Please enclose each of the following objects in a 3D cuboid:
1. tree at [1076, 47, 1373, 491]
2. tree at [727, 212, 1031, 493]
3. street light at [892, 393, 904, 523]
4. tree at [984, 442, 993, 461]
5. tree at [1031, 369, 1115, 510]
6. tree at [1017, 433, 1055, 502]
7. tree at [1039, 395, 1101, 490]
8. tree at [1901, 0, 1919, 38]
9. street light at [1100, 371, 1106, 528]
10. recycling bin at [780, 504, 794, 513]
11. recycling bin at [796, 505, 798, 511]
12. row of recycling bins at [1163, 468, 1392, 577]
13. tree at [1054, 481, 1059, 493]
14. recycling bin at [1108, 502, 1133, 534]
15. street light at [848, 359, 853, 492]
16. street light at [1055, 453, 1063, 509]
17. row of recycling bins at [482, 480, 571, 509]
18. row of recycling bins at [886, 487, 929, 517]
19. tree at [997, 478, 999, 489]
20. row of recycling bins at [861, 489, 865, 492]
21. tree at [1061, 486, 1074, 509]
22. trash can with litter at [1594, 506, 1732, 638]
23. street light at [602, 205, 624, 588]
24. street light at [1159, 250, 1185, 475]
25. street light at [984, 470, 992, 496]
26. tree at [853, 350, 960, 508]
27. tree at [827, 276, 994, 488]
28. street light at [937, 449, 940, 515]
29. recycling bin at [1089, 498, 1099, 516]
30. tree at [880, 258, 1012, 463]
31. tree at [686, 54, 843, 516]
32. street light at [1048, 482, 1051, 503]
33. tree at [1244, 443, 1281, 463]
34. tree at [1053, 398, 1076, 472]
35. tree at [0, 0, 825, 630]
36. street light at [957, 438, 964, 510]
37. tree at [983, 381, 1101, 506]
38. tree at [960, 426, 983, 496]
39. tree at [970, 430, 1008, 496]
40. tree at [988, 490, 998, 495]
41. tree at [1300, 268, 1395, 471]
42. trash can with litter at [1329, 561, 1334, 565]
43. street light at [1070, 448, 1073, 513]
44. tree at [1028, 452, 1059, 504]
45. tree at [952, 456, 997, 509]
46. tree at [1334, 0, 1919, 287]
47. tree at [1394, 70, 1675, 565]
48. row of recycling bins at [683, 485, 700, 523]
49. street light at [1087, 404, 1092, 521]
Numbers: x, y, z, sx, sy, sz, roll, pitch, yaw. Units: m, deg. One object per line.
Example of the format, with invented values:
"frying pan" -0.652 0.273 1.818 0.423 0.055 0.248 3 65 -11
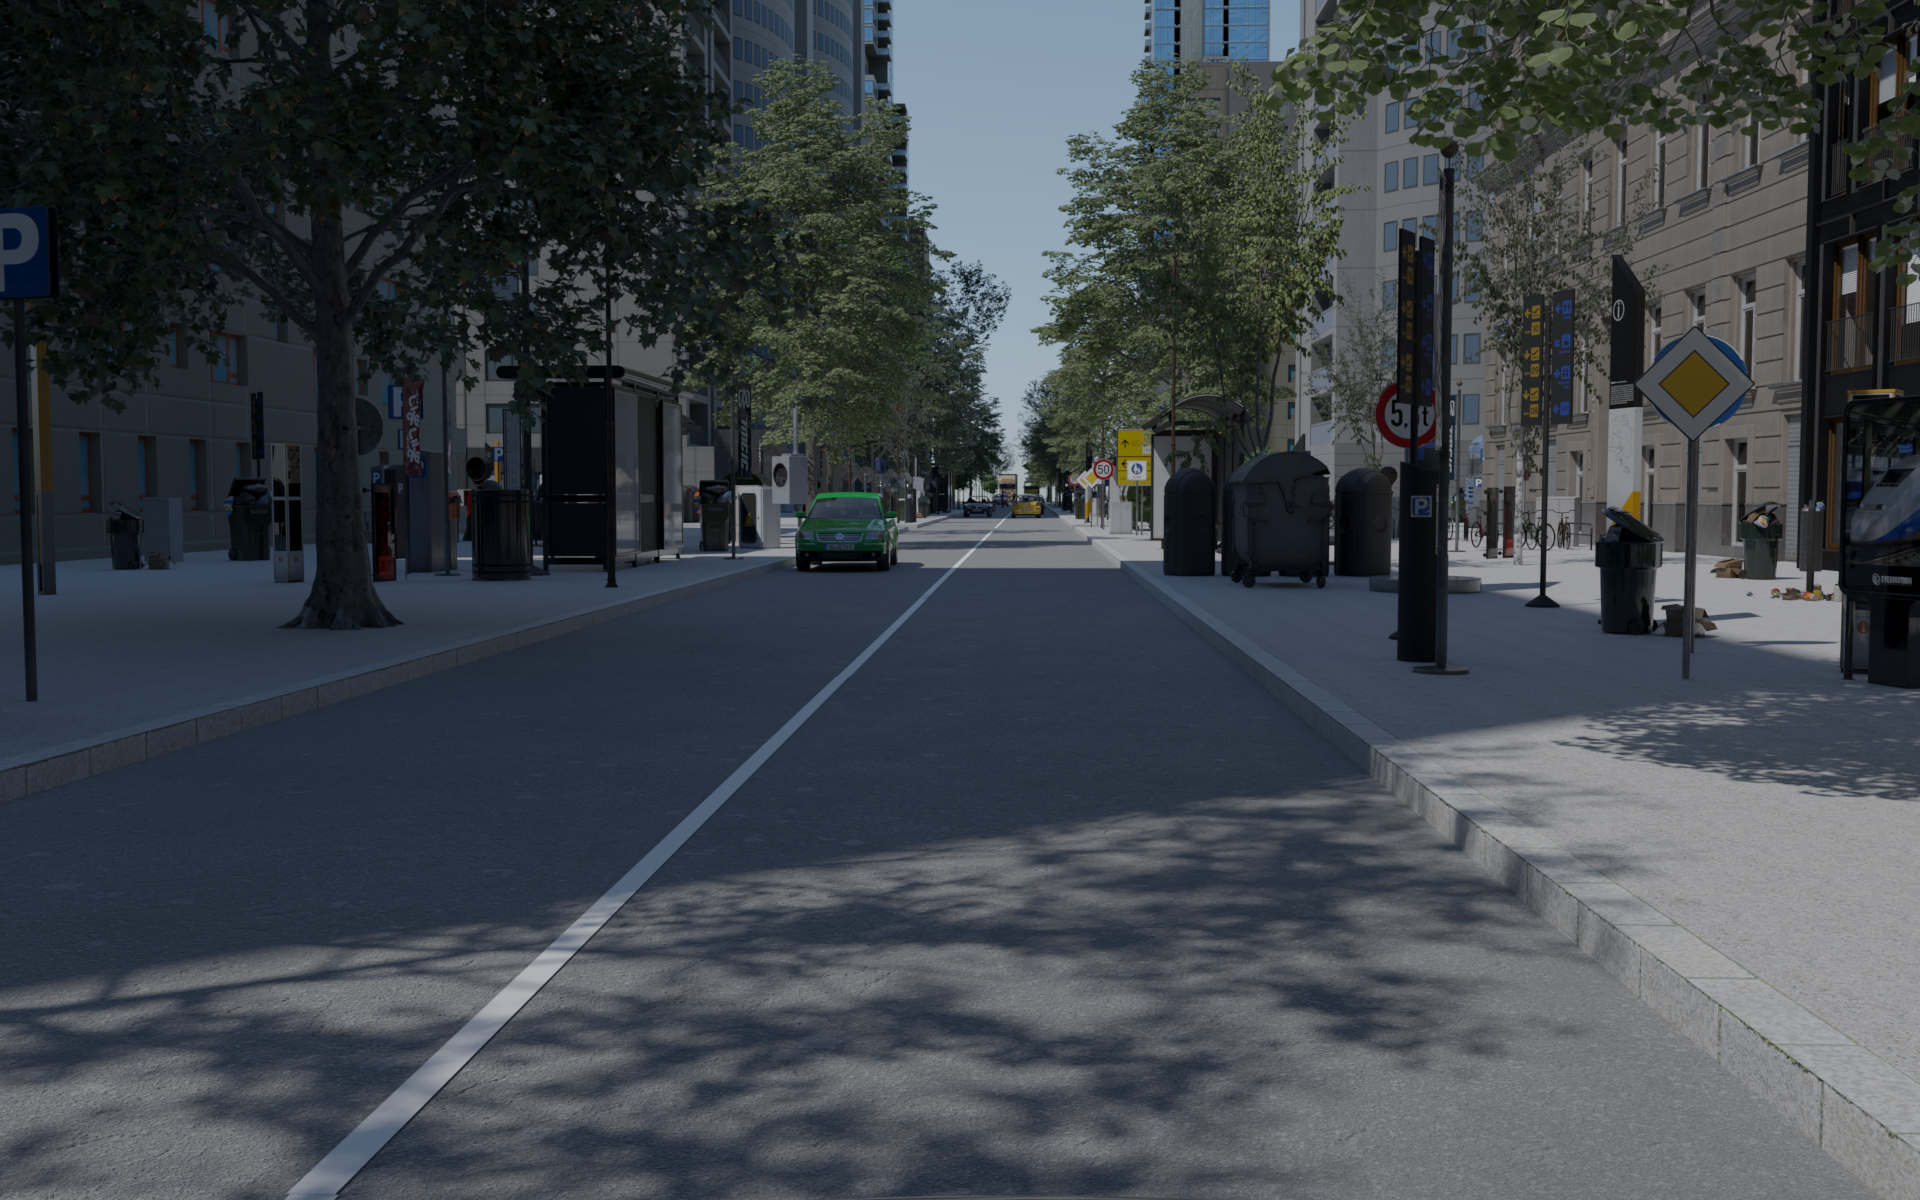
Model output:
"tree" 4.896 -4.807 28.961 4.737 8.622 4.395 0 3 0
"tree" -4.520 -8.294 61.360 9.928 11.665 9.643 0 3 0
"street light" -2.701 -6.286 75.561 0.468 5.910 1.993 0 4 2
"tree" 2.039 -15.546 204.544 4.360 8.622 3.978 0 3 0
"tree" 8.756 -13.136 140.521 9.928 11.665 9.643 0 3 0
"tree" 14.857 -23.639 293.151 9.857 13.997 8.962 0 3 0
"tree" 7.534 -9.849 111.397 4.360 8.622 3.978 0 3 0
"tree" 10.783 -3.961 15.117 4.360 8.622 3.978 0 3 0
"street light" 5.365 -5.647 65.109 0.468 5.910 1.993 0 4 2
"recycling bin" -11.951 -6.527 119.275 0.722 1.027 0.722 3 5 39
"recycling bin" -11.724 -7.096 128.566 0.722 1.027 0.722 -2 4 -26
"row of recycling bins" 4.978 -1.228 27.193 3.534 1.692 1.069 0 4 3
"tree" 12.691 -13.784 219.977 1.663 3.219 1.824 0 3 0
"recycling bin" 5.148 -2.633 55.596 0.722 1.027 0.722 0 4 1
"street light" -3.545 -5.077 55.797 0.468 5.910 1.993 0 4 2
"street light" 9.292 -11.477 160.429 0.468 5.910 1.993 0 4 2
"row of recycling bins" -12.389 -2.670 50.769 3.534 1.692 1.069 0 4 -3
"row of recycling bins" -3.301 -5.473 96.596 3.534 1.692 1.069 -3 4 -37
"tree" 4.349 -16.630 255.605 4.285 4.588 4.351 0 3 0
"row of recycling bins" -6.545 -8.316 143.084 3.534 1.692 1.069 -1 4 -20
"tree" 10.132 -9.625 151.967 1.663 3.219 1.824 0 3 0
"trash can with litter" 6.367 -0.272 15.830 1.055 1.170 0.624 3 5 41
"street light" -4.787 -3.109 23.625 0.468 5.910 1.993 0 4 2
"street light" 4.058 -3.677 32.907 0.468 5.910 1.993 0 4 2
"street light" 3.703 -16.003 234.431 0.468 5.910 1.993 0 4 2
"tree" -2.970 -8.226 84.858 4.360 8.622 3.978 0 3 0
"tree" -2.838 -11.869 100.720 9.857 13.997 8.962 0 3 0
"street light" -1.362 -8.302 108.523 0.468 5.910 1.993 0 4 2
"recycling bin" 7.899 -5.532 103.006 0.722 1.027 0.722 2 4 23
"tree" -2.975 -16.749 129.739 12.611 20.169 13.585 0 3 0
"tree" -3.975 -7.815 45.898 7.486 12.596 7.792 0 3 0
"street light" 11.927 -15.412 224.767 0.468 5.910 1.993 0 4 2
"tree" 19.222 -7.625 108.374 4.285 4.588 4.351 0 3 0
"tree" 9.031 -11.060 131.197 4.737 8.622 4.395 0 3 0
"tree" -6.108 -6.081 16.429 9.611 12.733 9.660 0 3 0
"street light" -0.073 -10.269 140.693 0.468 5.910 1.993 0 4 2
"tree" 10.314 -16.515 180.397 12.009 13.543 11.850 0 3 0
"tree" -0.872 -12.540 155.399 4.360 8.622 3.978 0 3 0
"tree" 2.630 -17.875 226.666 7.601 10.594 8.767 -1 4 -15
"tree" 5.265 -17.178 275.459 1.663 3.219 1.824 0 3 0
"tree" 13.130 -6.440 55.651 4.360 8.622 3.978 0 3 0
"trash can with litter" 6.481 -1.236 31.265 2.233 1.210 1.678 -2 4 -27
"street light" 7.515 -8.790 116.508 0.468 5.910 1.993 0 4 2
"tree" 13.268 -18.383 234.978 8.767 10.594 7.601 -1 4 -17
"tree" -0.111 -9.872 145.118 4.285 4.588 4.351 0 3 0
"tree" 3.709 -5.375 6.014 7.486 12.596 7.792 0 3 0
"tree" 10.297 -4.929 30.949 4.360 8.622 3.978 0 3 0
"row of recycling bins" -12.457 -4.262 76.800 1.069 1.692 3.534 1 4 11
"street light" 6.224 -6.794 83.878 0.468 5.910 1.993 0 4 2
